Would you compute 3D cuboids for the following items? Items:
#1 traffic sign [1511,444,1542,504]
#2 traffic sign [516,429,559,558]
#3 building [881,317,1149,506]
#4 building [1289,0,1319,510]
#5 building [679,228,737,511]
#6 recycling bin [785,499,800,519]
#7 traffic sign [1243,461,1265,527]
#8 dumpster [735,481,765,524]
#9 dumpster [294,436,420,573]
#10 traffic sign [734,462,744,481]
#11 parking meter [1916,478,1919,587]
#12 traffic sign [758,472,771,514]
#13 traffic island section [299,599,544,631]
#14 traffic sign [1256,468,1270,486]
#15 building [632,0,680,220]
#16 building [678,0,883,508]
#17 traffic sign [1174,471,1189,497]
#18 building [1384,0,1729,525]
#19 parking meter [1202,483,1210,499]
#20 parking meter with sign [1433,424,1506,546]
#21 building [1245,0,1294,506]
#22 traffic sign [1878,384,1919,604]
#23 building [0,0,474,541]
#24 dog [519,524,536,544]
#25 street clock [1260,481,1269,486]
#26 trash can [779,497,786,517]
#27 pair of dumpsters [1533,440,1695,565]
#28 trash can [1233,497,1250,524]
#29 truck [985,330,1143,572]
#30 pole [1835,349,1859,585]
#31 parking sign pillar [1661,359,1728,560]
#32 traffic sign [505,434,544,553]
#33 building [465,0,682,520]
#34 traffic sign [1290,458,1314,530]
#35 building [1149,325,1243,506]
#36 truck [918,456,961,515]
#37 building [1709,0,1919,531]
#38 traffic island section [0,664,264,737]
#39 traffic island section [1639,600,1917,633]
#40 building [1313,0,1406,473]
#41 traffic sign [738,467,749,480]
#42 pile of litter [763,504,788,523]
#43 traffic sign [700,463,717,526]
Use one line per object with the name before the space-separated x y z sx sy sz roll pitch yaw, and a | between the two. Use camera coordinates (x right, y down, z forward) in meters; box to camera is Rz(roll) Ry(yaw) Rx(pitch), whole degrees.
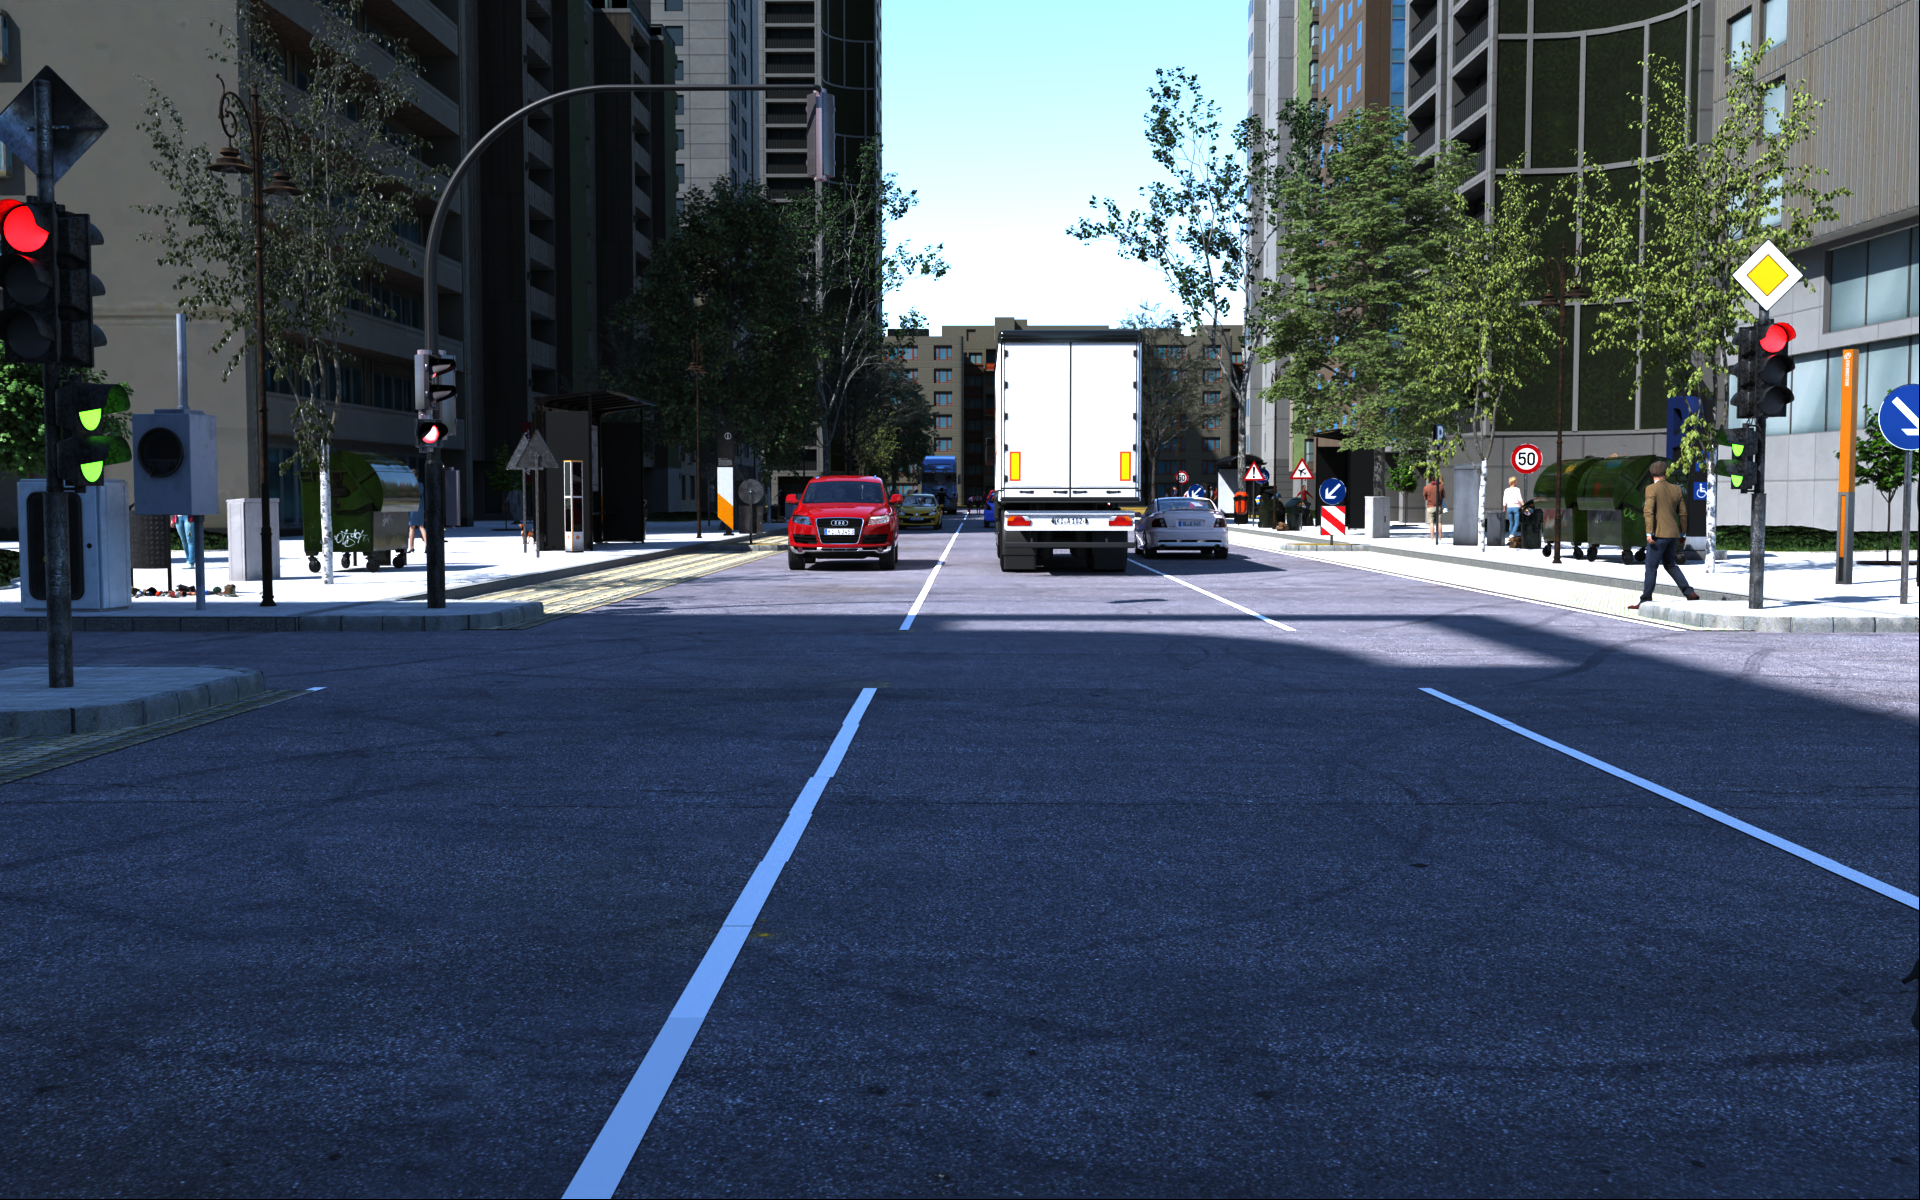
traffic sign | 14.321 -2.675 43.849 0.768 2.556 0.104 1 4 9
traffic sign | -8.501 -2.129 34.819 0.884 2.594 0.081 0 4 4
building | 6.008 -21.917 203.388 28.899 21.520 27.650 0 4 1
building | 30.588 -26.872 122.950 14.154 41.232 14.086 0 4 1
building | -31.701 -17.032 123.510 27.650 21.520 28.899 0 4 1
recycling bin | -8.416 -4.620 88.095 0.722 1.027 0.722 -3 5 -43
traffic sign | 11.587 -4.179 68.334 0.884 2.594 0.081 0 4 7
dumpster | -8.709 -3.974 70.729 1.264 1.857 1.865 0 4 1
dumpster | -10.083 -1.621 28.996 1.502 2.255 1.985 0 4 1
traffic sign | -9.074 -4.255 69.569 0.884 2.594 0.081 0 4 8
parking meter | 13.436 -1.111 23.871 0.255 1.863 0.399 -1 4 -21
traffic sign | -9.092 -4.803 80.660 0.606 2.300 0.079 0 4 2
traffic island section | -5.920 0.168 19.530 2.009 0.180 2.903 0 4 1
traffic sign | 14.866 -5.218 85.422 0.768 2.556 0.104 0 4 3
building | -28.488 -43.418 148.132 20.611 71.187 20.563 0 4 1
building | -19.691 -46.472 198.066 20.611 71.187 20.563 0 4 1
traffic sign | 12.107 -5.788 94.739 0.768 2.556 0.104 0 4 7
building | 29.860 -38.912 74.465 20.563 71.187 20.611 0 4 1
parking meter | 12.984 -5.240 91.380 0.399 1.863 0.255 3 5 42
parking meter with sign | 12.672 -2.861 43.037 1.738 3.016 0.543 3 4 36
building | 34.566 -36.836 144.269 21.231 58.520 28.212 0 4 1
traffic sign | 11.009 -1.224 20.126 0.768 2.556 0.104 0 4 2
building | -29.918 -26.464 56.382 21.300 48.544 21.600 0 4 1
dog | -11.154 -1.702 44.659 0.540 0.507 0.406 0 4 3
street clock | 15.198 -5.015 86.562 0.471 2.002 0.358 -3 5 -41
trash can | -9.062 -4.778 89.778 0.748 1.137 0.748 0 3 0
pair of dumpsters | 12.477 -1.878 33.206 1.574 2.255 4.437 0 4 0
trash can | 12.007 -3.809 73.937 0.748 1.137 0.748 0 3 0
truck | 1.948 -2.832 35.217 2.839 4.237 11.283 0 4 1
pole | 12.557 -1.876 24.509 0.158 3.312 0.155 0 3 0
parking sign pillar | 14.368 -2.790 34.089 1.447 3.967 1.447 0 4 1
traffic sign | -9.499 -2.310 37.773 0.884 2.594 0.081 1 4 9
building | -24.657 -20.183 101.698 14.160 30.474 14.107 0 4 1
traffic sign | 12.233 -3.793 62.014 0.884 2.594 0.081 0 4 4
building | 35.334 -21.881 202.792 28.899 21.520 27.650 0 4 1
truck | -1.461 -8.431 127.603 2.967 4.110 18.799 0 4 0
building | 37.540 -27.733 42.678 27.495 52.752 28.713 0 4 1
traffic island section | -6.006 0.657 11.546 2.009 0.180 2.903 0 4 1
traffic island section | 8.920 0.178 19.367 2.009 0.180 2.903 0 4 1
building | 30.691 -28.043 108.617 14.600 45.320 14.200 0 4 1
traffic sign | -10.214 -4.921 80.564 0.768 2.556 0.104 0 4 5
pile of litter | -8.240 -3.865 77.156 1.719 0.858 1.176 1 4 8
traffic sign | -10.095 -4.250 69.597 0.768 2.556 0.104 0 4 6
